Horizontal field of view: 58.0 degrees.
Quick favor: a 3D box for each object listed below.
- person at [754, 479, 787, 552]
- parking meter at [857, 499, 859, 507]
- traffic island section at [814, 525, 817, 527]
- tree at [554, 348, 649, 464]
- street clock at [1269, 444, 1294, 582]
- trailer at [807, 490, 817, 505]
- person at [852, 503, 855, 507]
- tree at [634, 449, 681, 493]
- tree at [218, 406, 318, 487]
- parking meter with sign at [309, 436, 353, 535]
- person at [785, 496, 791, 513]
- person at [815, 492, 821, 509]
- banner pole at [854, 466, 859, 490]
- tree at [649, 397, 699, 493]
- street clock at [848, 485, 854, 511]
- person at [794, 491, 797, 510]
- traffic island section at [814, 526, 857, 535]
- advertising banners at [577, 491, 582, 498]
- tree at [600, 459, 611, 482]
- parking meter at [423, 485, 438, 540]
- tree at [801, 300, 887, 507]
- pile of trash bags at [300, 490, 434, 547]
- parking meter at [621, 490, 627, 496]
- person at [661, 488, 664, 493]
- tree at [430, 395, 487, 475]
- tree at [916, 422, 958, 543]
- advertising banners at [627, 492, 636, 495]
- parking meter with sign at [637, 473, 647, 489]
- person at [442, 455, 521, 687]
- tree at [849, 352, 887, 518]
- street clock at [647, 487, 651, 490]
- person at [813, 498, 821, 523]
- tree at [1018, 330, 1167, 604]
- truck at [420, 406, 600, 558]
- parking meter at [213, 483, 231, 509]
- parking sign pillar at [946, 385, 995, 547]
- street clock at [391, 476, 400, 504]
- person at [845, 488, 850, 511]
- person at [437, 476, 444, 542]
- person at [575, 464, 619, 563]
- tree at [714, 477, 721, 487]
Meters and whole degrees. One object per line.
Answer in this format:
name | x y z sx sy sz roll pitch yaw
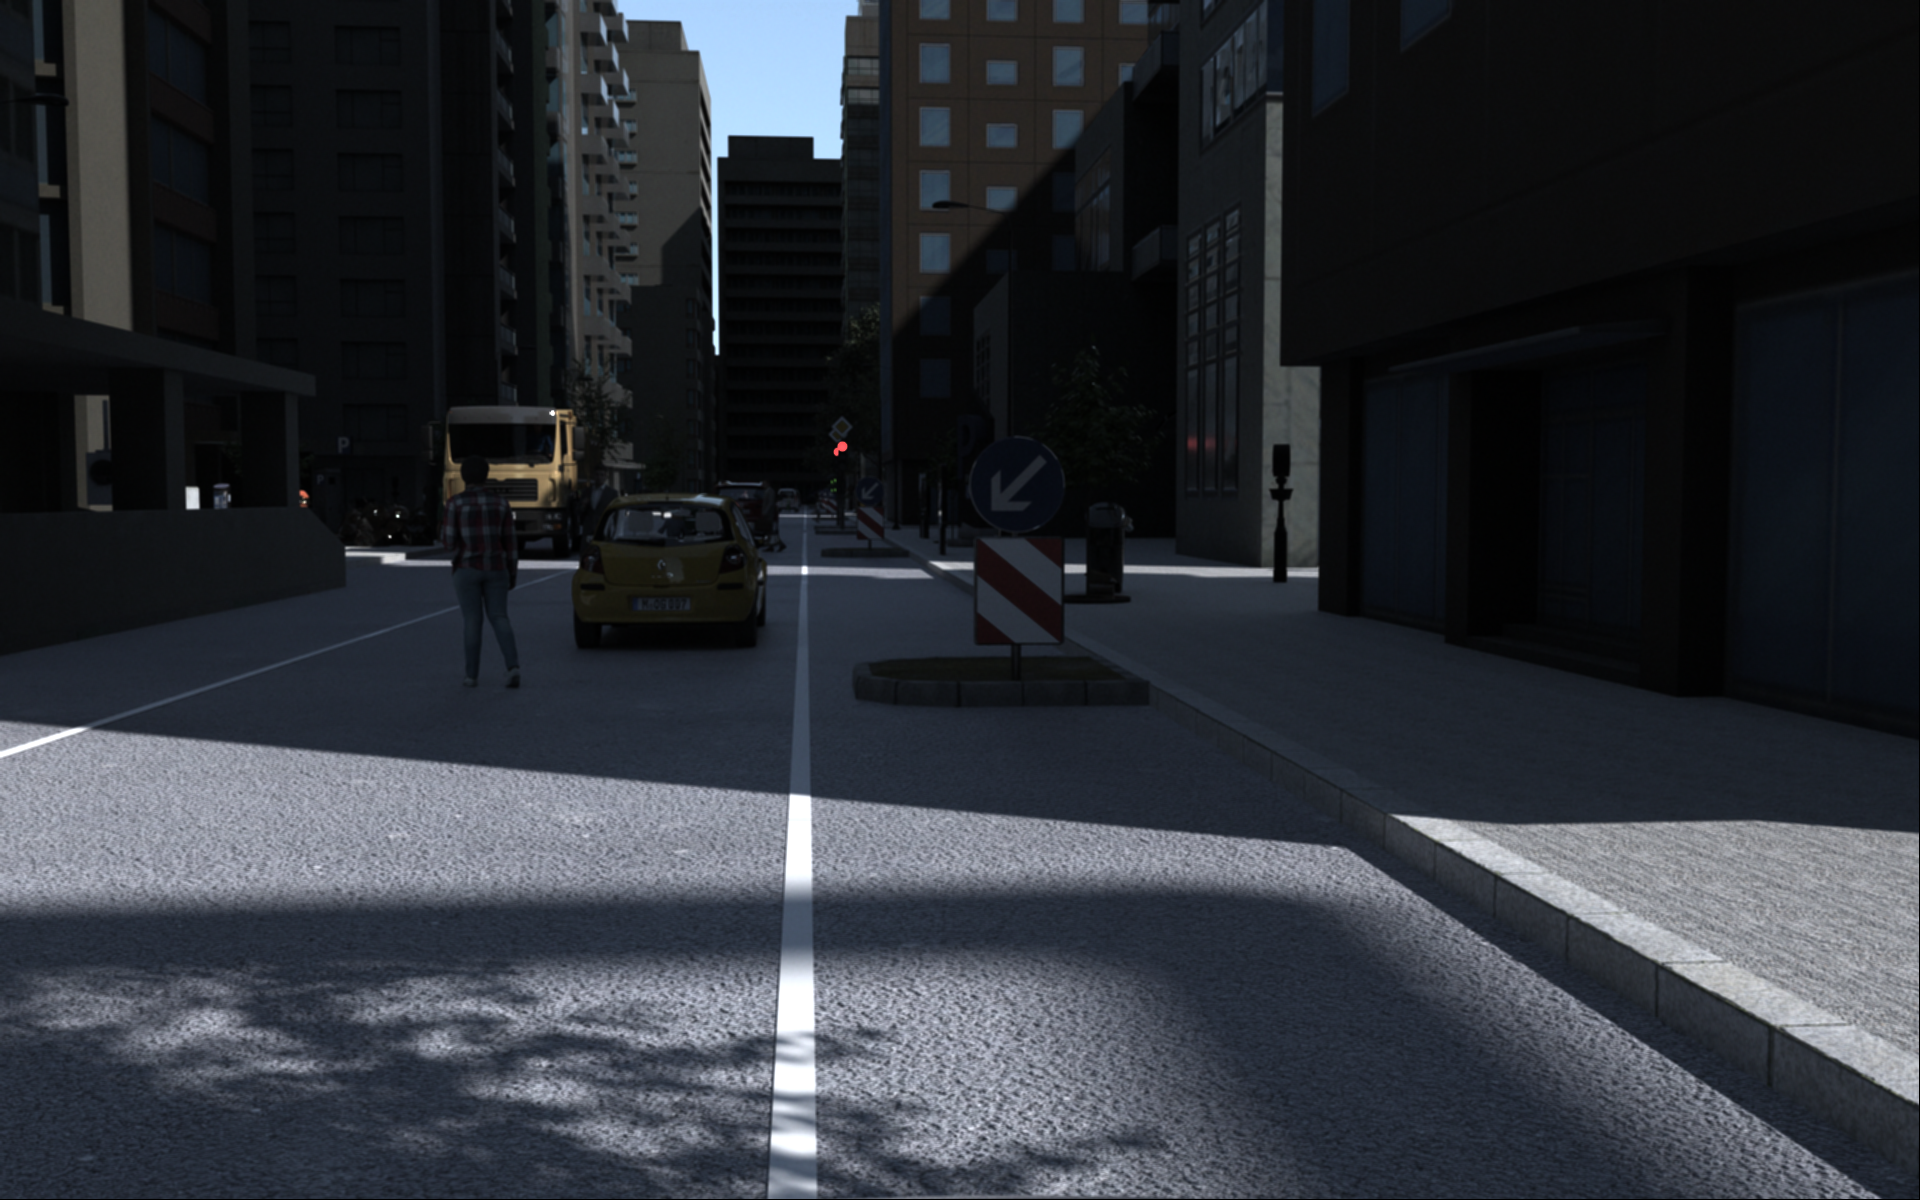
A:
person | -4.761 -2.107 43.067 0.853 1.813 0.709 -1 4 -22
parking meter | -6.930 -6.949 119.325 0.399 1.863 0.255 -2 4 -32
traffic island section | -4.912 -2.935 70.266 2.009 0.180 2.903 0 4 -5
tree | -18.628 -8.430 88.189 4.737 8.622 4.395 0 3 0
street clock | 4.666 -1.261 25.180 0.358 2.002 0.471 1 4 14
trailer | -18.684 -12.992 219.459 1.471 1.999 3.904 0 4 -6
person | -7.141 -6.831 123.225 1.012 1.151 0.738 0 4 6
tree | -22.089 -8.744 126.674 4.285 4.588 4.351 0 3 0
tree | -13.273 -2.378 33.476 1.663 3.219 1.824 0 3 0
parking meter with sign | -18.741 -3.365 51.285 0.543 3.016 1.738 1 4 18
person | -12.942 -7.192 130.339 0.306 1.304 0.590 -3 5 -41
person | -13.925 -9.779 169.860 0.593 1.643 0.415 -2 4 -26
banner pole | -7.670 -8.695 132.181 0.863 3.779 0.401 -1 4 -12
tree | -22.197 -11.118 132.141 4.737 8.622 4.395 0 3 0
street clock | -8.472 -7.970 134.882 0.471 2.002 0.358 1 4 22
person | -15.175 -9.140 158.749 0.445 1.727 0.742 -2 4 -35
traffic island section | -4.203 -2.448 62.312 2.009 0.180 2.903 0 4 -5
advertising banners | -17.610 -4.960 77.279 2.074 3.025 0.090 -1 4 -18
tree | -17.995 -5.466 83.967 1.663 3.219 1.824 0 3 0
parking meter | -14.761 -2.440 48.309 0.372 1.533 0.369 0 3 0
tree | -4.639 -11.347 102.537 9.611 12.733 9.660 0 3 0
pile of trash bags | -14.818 -2.006 42.552 3.447 1.369 1.912 -2 4 -34
parking meter | -19.635 -5.676 101.211 0.372 1.533 0.369 0 3 0
person | -16.718 -5.439 97.999 0.524 1.755 0.480 -2 4 -24
tree | -16.200 -4.531 57.793 4.285 4.588 4.351 0 3 0
tree | -0.103 -3.107 45.406 1.663 3.219 1.824 0 3 0
advertising banners | -26.902 -8.707 138.548 2.074 3.025 0.090 -1 4 -10
parking meter with sign | -25.608 -8.922 142.142 0.543 3.016 1.738 3 5 45
person | -3.557 -0.217 12.879 0.563 1.720 0.643 -2 4 -30
tree | -3.696 -8.589 90.788 4.737 8.622 4.395 0 3 0
street clock | -24.267 -8.023 135.753 0.471 2.002 0.358 2 4 27
person | -7.170 -4.475 86.687 0.382 1.210 0.505 -1 4 -10
tree | 1.539 -1.584 20.505 1.663 3.219 1.824 0 3 0
truck | -10.263 -2.759 41.034 3.469 3.379 9.791 0 4 -6
parking meter | -17.387 -1.982 40.823 0.372 1.533 0.369 0 3 0
parking sign pillar | 0.390 -3.294 42.328 1.447 3.967 1.447 -2 4 -23
street clock | -22.804 -4.000 69.963 0.358 2.002 0.471 -1 4 -15
person | -8.636 -7.687 132.270 0.362 1.759 0.519 -2 4 -26
person | -13.680 -2.434 46.079 0.529 1.795 0.600 1 4 17
person | -4.793 -0.886 22.954 0.622 1.834 0.822 0 4 -7
tree | -27.708 -12.373 196.891 1.663 3.219 1.824 0 3 0
